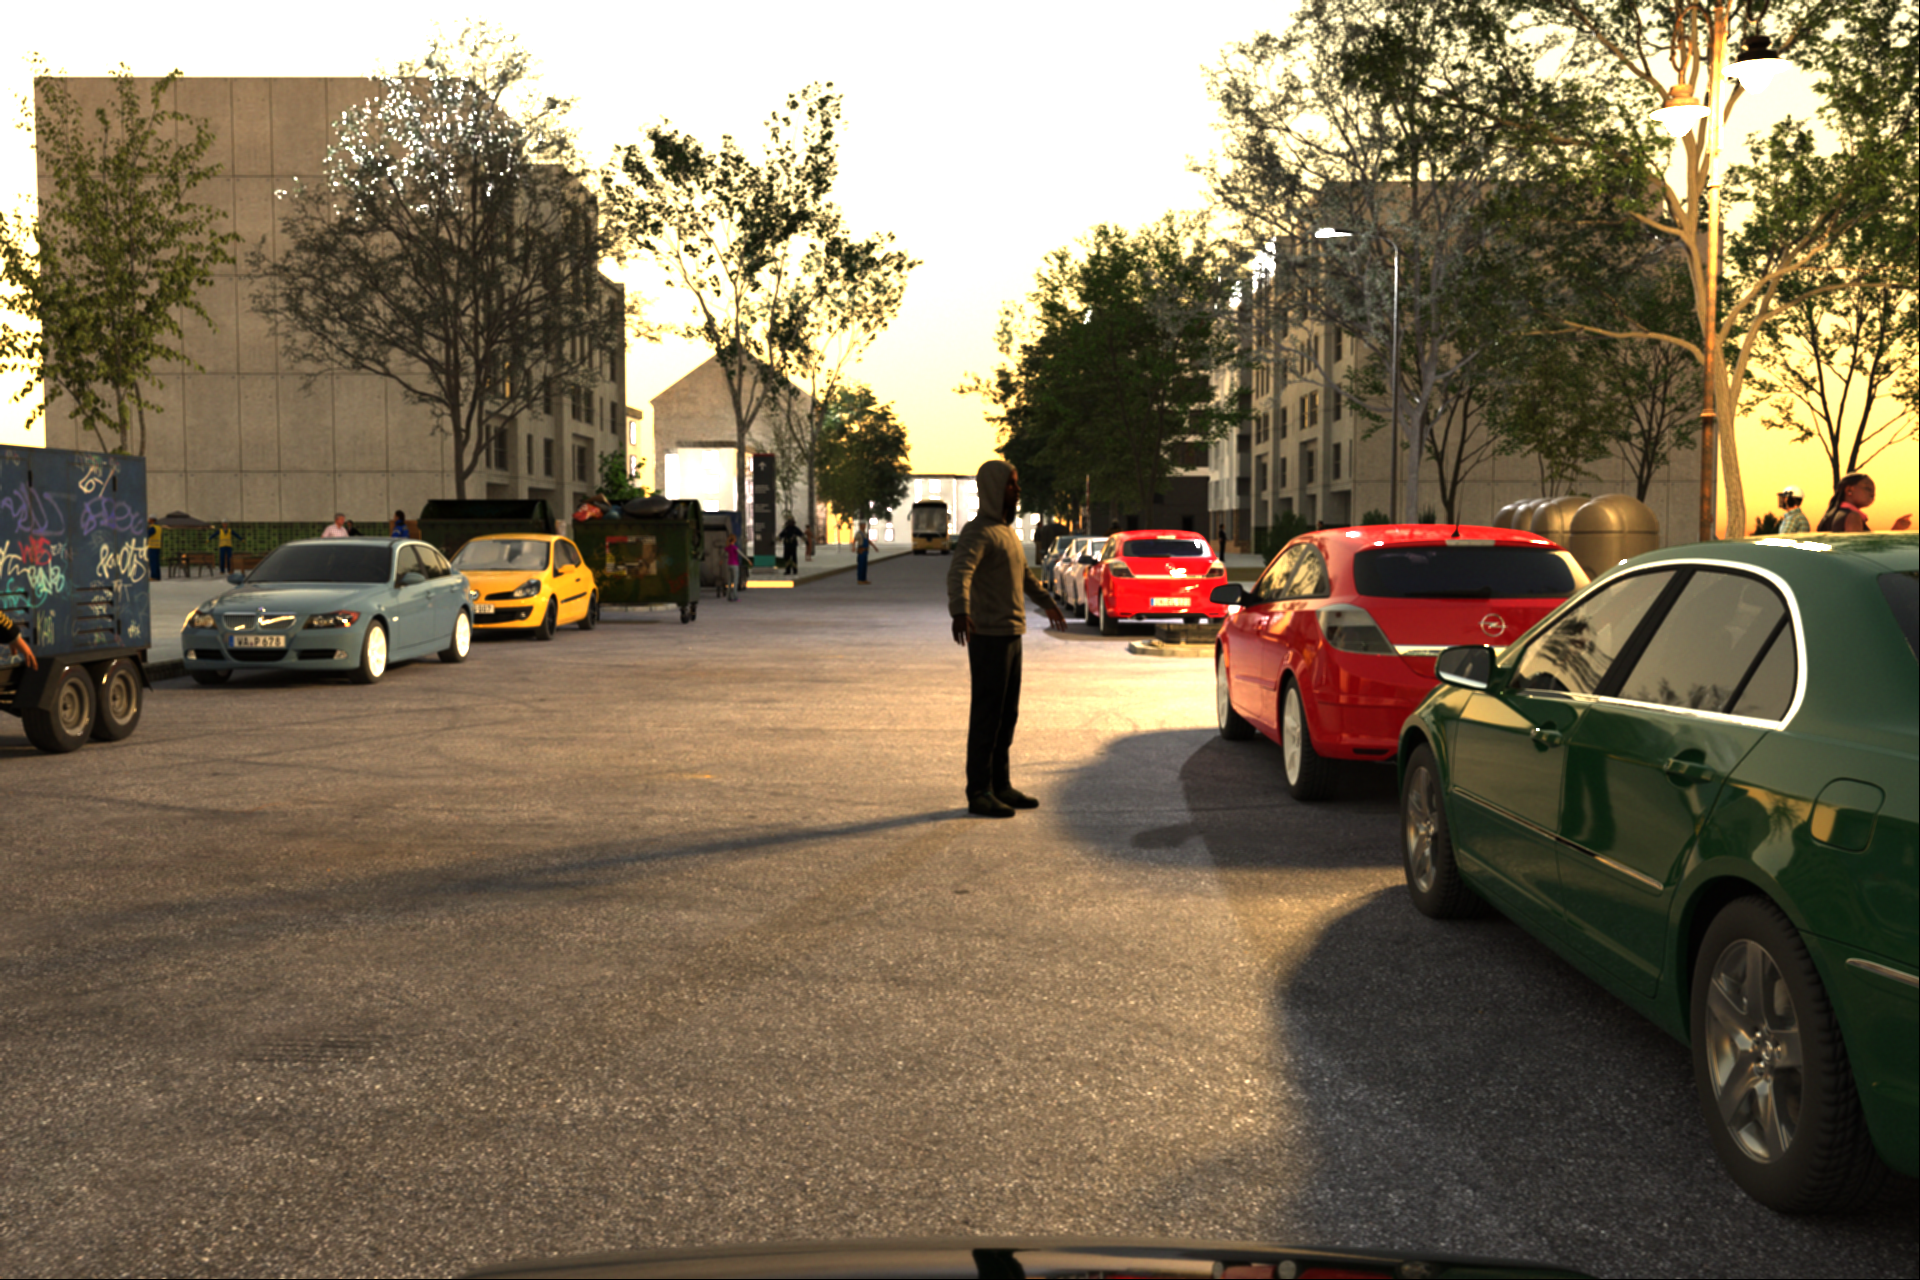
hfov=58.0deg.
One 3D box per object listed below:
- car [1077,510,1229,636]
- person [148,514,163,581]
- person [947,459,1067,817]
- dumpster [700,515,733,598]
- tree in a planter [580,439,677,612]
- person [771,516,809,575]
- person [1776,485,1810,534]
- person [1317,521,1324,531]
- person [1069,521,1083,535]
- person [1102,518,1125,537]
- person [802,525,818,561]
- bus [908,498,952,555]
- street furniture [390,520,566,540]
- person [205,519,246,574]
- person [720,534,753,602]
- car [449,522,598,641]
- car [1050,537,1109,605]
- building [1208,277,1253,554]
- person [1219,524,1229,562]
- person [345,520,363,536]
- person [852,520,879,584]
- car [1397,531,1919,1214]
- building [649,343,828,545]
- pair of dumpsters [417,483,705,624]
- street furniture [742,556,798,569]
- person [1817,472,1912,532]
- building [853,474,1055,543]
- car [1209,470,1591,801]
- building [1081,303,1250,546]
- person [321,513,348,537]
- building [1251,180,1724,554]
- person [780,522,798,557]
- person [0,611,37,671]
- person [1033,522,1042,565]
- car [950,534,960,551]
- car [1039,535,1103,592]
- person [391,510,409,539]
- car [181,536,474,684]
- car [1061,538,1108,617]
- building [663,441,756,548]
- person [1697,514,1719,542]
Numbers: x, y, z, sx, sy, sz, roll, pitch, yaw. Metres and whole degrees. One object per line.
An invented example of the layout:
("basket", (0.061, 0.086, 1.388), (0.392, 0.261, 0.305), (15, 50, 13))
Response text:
("car", (2.858, -1.024, 25.778), (2.155, 1.783, 4.494), (0, 4, 0))
("person", (-22.065, -2.531, 47.344), (0.705, 1.833, 1.349), (0, 4, -2))
("person", (0.210, -0.021, 8.927), (0.705, 1.813, 1.348), (2, 4, 24))
("dumpster", (-6.109, -1.896, 39.214), (1.865, 1.857, 1.264), (0, 4, 1))
("tree in a planter", (-6.477, -2.183, 32.915), (1.991, 3.239, 1.994), (0, 4, 1))
("person", (-5.363, -3.005, 54.905), (1.354, 1.856, 0.705), (1, 4, 22))
("person", (9.674, -0.880, 20.225), (0.704, 1.849, 1.345), (3, 5, 43))
("person", (14.351, -3.853, 69.131), (0.704, 1.812, 1.346), (0, 4, -2))
("person", (5.237, -4.351, 76.996), (1.347, 1.847, 0.705), (-1, 4, -13))
("person", (5.610, -3.475, 62.589), (1.354, 1.858, 0.705), (1, 4, 9))
("person", (-7.164, -4.638, 82.636), (0.721, 1.733, 1.217), (-3, 5, -42))
("bus", (-1.976, -8.035, 122.915), (2.896, 3.916, 12.252), (0, 4, 1))
("street furniture", (-13.868, -2.923, 54.638), (9.812, 1.723, 11.010), (0, 4, 5))
("person", (-23.498, -2.995, 55.436), (1.216, 1.772, 0.721), (-2, 4, -28))
("person", (-4.768, -1.529, 36.728), (0.991, 1.433, 0.599), (3, 5, 40))
("car", (-6.326, -0.874, 24.522), (2.015, 1.641, 3.980), (0, 4, 0))
("car", (2.957, -1.458, 36.195), (2.083, 1.381, 4.827), (0, 3, 0))
("building", (23.286, -16.467, 125.657), (16.016, 20.090, 11.380), (0, 4, 0))
("person", (12.159, -4.467, 79.760), (0.721, 1.740, 1.216), (1, 4, 23))
("person", (-23.083, -3.630, 65.533), (1.347, 1.806, 0.705), (0, 4, -4))
("person", (-2.764, -2.523, 49.564), (0.705, 1.847, 1.347), (2, 4, 28))
("car", (2.616, 0.411, 5.071), (2.131, 1.459, 4.920), (0, 4, 1))
("building", (-25.798, -22.984, 206.722), (19.493, 23.208, 18.063), (0, 4, 0))
("pair of dumpsters", (-6.420, -1.410, 28.008), (4.436, 2.255, 1.574), (0, 4, 1))
("street furniture", (-11.128, -3.080, 65.981), (5.734, 0.657, 10.072), (-3, 5, -44))
("person", (5.269, -0.158, 10.104), (0.415, 1.643, 0.593), (-3, 4, -38))
("building", (-0.764, -18.131, 241.052), (28.070, 9.664, 9.099), (0, 4, -1))
("car", (2.691, -0.106, 10.773), (2.155, 1.783, 4.494), (0, 4, 1))
("building", (25.671, -19.909, 169.483), (27.936, 21.610, 32.646), (0, 4, 1))
("person", (-12.610, -1.722, 35.136), (0.436, 1.711, 0.756), (3, 4, 38))
("building", (26.835, -14.000, 95.351), (16.747, 18.905, 31.486), (0, 4, 1))
("person", (-7.632, -4.308, 76.664), (0.704, 1.802, 1.346), (-3, 5, -40))
("person", (-4.191, 0.120, 6.428), (1.347, 1.837, 0.705), (-2, 4, -25))
("person", (3.310, -4.022, 72.024), (0.705, 1.796, 1.348), (-1, 4, -22))
("car", (-0.510, -7.332, 131.669), (2.131, 1.459, 4.920), (0, 4, -1))
("car", (3.055, -1.985, 44.465), (2.014, 1.417, 4.499), (0, 4, -1))
("person", (-12.974, -2.082, 40.023), (0.704, 1.831, 1.345), (0, 4, 0))
("car", (-6.418, -0.371, 18.069), (2.014, 1.417, 4.499), (0, 4, 1))
("car", (2.897, -1.155, 31.248), (2.083, 1.381, 4.827), (0, 3, 0))
("building", (-24.524, -13.942, 170.099), (9.099, 9.664, 28.070), (0, 4, 1))
("person", (19.416, -2.371, 44.924), (1.344, 1.810, 0.704), (-3, 5, -42))
